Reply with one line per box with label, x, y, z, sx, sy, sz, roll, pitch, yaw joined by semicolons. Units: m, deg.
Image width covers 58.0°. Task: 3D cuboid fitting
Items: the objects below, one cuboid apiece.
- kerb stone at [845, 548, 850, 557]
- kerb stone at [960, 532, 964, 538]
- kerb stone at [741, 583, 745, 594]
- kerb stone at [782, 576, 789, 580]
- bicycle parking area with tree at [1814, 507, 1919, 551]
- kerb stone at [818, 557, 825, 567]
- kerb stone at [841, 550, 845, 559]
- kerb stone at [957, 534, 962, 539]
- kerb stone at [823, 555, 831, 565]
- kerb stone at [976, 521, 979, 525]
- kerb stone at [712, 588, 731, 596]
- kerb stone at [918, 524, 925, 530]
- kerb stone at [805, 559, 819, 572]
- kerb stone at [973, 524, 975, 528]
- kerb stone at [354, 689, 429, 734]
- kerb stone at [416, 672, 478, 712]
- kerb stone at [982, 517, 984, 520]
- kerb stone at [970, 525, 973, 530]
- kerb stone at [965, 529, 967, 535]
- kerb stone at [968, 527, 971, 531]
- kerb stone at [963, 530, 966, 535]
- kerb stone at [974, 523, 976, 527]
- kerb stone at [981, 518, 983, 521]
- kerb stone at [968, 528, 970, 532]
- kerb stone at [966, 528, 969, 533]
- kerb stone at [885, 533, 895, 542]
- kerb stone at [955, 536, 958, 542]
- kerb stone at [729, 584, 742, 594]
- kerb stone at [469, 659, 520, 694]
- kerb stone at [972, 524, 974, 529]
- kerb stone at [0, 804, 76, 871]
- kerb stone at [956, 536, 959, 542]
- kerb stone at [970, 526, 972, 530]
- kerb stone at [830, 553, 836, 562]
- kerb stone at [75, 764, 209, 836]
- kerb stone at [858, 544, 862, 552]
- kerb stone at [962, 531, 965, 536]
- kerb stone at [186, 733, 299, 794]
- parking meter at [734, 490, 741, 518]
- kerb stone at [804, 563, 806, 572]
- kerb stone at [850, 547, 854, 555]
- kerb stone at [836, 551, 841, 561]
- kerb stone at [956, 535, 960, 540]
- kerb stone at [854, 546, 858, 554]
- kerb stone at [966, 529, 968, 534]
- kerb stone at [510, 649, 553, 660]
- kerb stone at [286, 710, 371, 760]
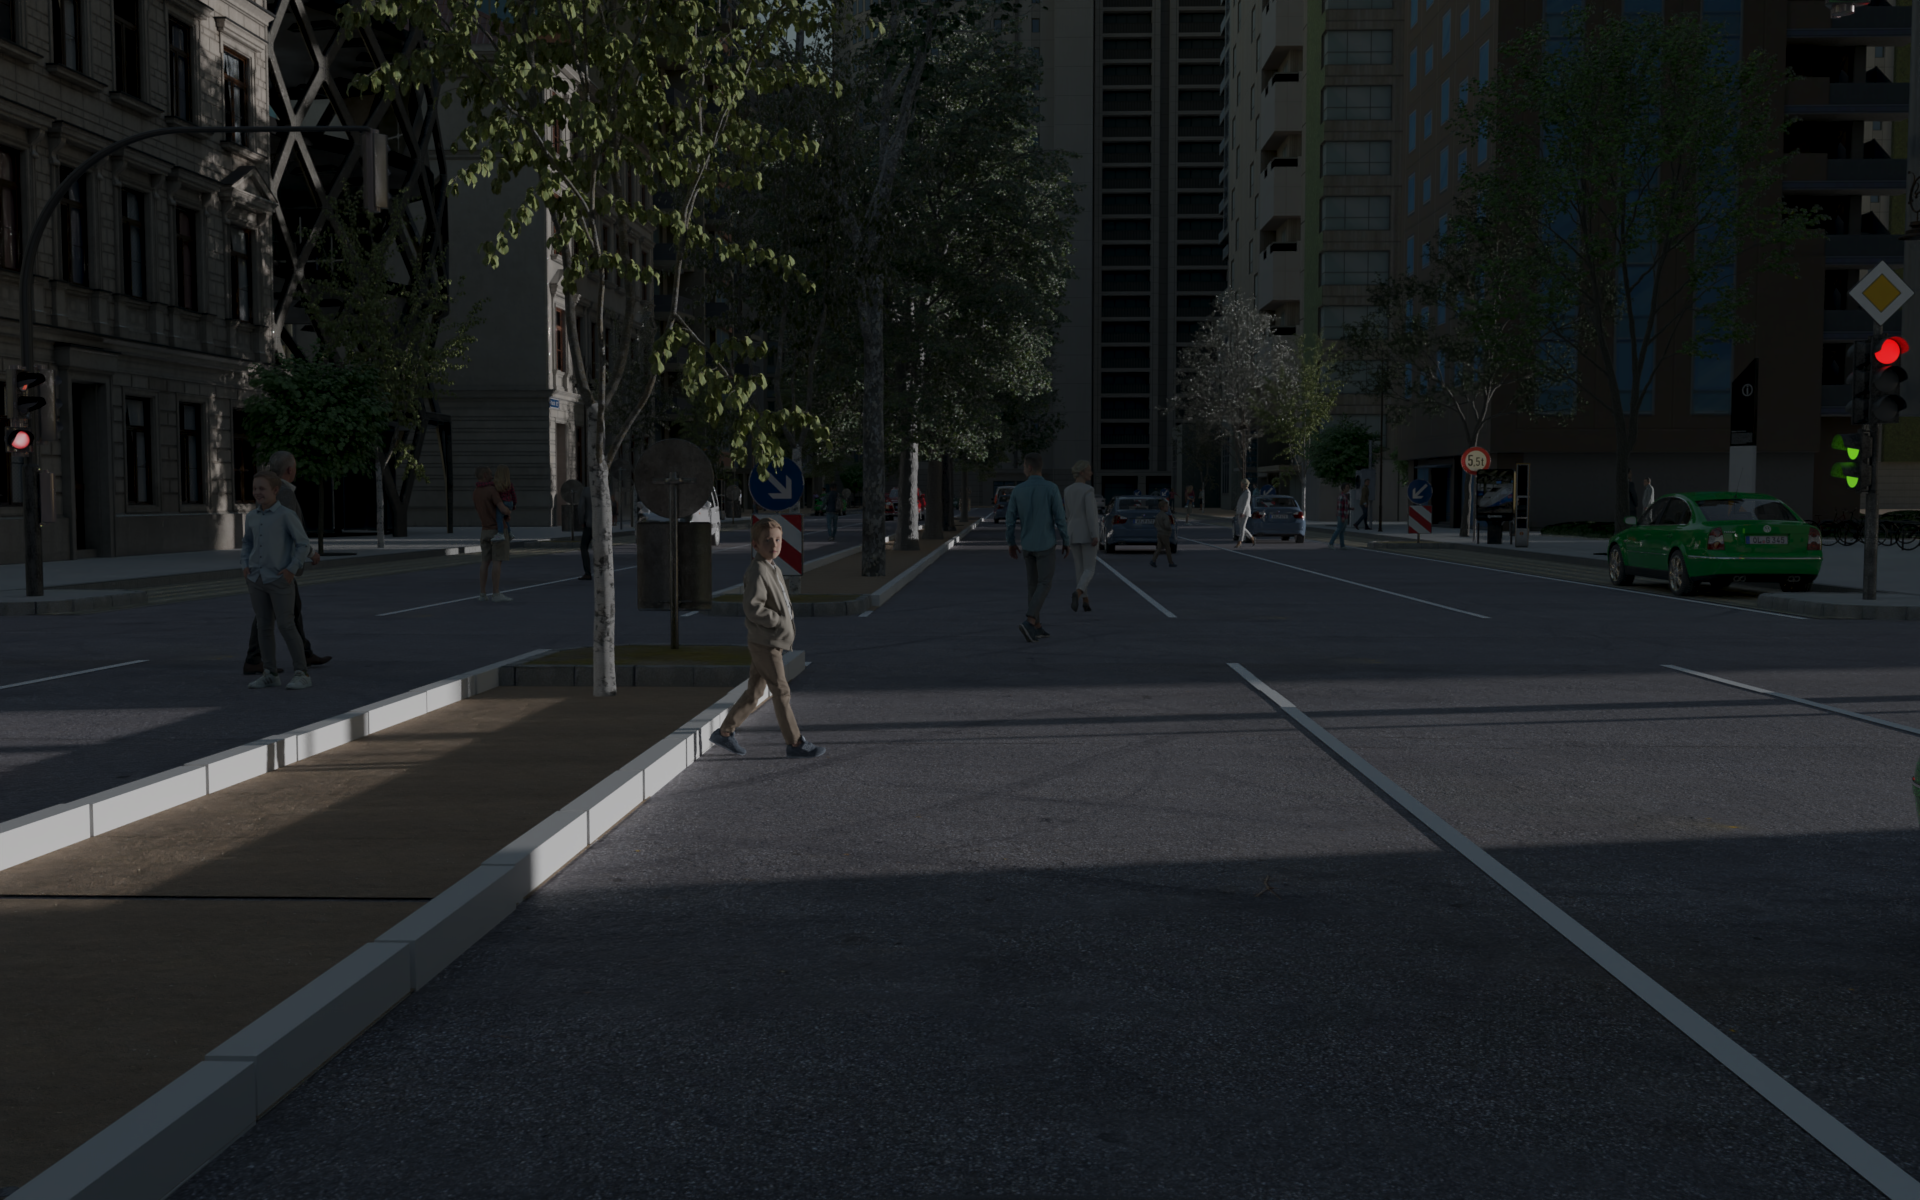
kerb stone;-2.639;-1.024;38.965;0.120;0.150;1.000;0;4;2
kerb stone;-0.044;-1.960;54.247;0.120;0.150;1.000;0;4;2
kerb stone;-3.093;-0.147;24.606;0.120;0.150;1.000;0;4;2
kerb stone;-2.931;-0.459;29.742;0.120;0.150;1.000;0;4;2
bicycle parking area with tree;24.863;-3.279;40.614;9.016;4.147;8.231;1;4;20
kerb stone;-2.803;-0.712;33.844;0.120;0.150;1.000;0;4;2
kerb stone;-2.675;-0.963;37.943;0.120;0.150;1.000;0;4;2
kerb stone;-0.105;-1.831;52.198;0.120;0.150;1.000;0;4;2
kerb stone;-2.762;-0.775;34.865;0.120;0.150;1.000;0;4;2
kerb stone;0.640;-3.277;75.781;0.120;0.150;1.000;0;4;2
kerb stone;-3.162;-0.022;22.559;0.120;0.150;1.000;0;4;2
kerb stone;-1.585;-3.031;71.782;0.120;0.150;1.000;0;4;2
kerb stone;-2.841;-0.650;32.817;0.120;0.150;1.000;0;4;2
kerb stone;0.412;-2.839;68.616;0.120;0.150;1.000;0;4;2
kerb stone;-3.544;0.703;10.762;0.120;0.150;1.000;0;4;2
kerb stone;-3.515;0.637;11.783;0.120;0.150;1.000;0;4;2
kerb stone;1.006;-3.967;87.057;0.120;0.150;1.000;0;4;2
kerb stone;0.314;-2.650;65.528;0.120;0.150;1.000;0;4;2
kerb stone;0.083;-2.210;58.345;0.120;0.150;1.000;0;4;2
kerb stone;0.218;-2.461;62.457;0.120;0.150;1.000;0;4;2
kerb stone;0.052;-2.148;57.322;0.120;0.150;1.000;0;4;2
kerb stone;0.480;-2.964;70.660;0.120;0.150;1.000;0;4;2
kerb stone;0.916;-3.774;83.969;0.120;0.150;1.000;0;4;2
kerb stone;0.182;-2.400;61.428;0.120;0.150;1.000;0;4;2
kerb stone;0.159;-2.336;60.396;0.120;0.150;1.000;0;4;2
kerb stone;-2.178;-1.904;53.323;0.120;0.150;1.000;0;4;2
kerb stone;-0.214;-1.647;49.132;0.120;0.150;1.000;0;4;2
kerb stone;-3.137;-0.079;23.585;0.120;0.150;1.000;0;4;2
kerb stone;-3.478;0.574;12.813;0.120;0.150;1.000;0;4;2
kerb stone;0.382;-2.777;67.594;0.120;0.150;1.000;0;4;2
kerb stone;-3.680;0.949;6.675;0.120;0.150;1.000;0;4;2
kerb stone;-0.174;-1.701;50.155;0.120;0.150;1.000;0;4;2
kerb stone;0.289;-2.588;64.506;0.120;0.150;1.000;0;4;2
kerb stone;-2.737;-0.838;35.889;0.120;0.150;1.000;0;4;2
kerb stone;-3.644;0.892;7.697;0.120;0.150;1.000;0;4;2
kerb stone;-2.545;-1.213;42.032;0.120;0.150;1.000;0;4;2
kerb stone;0.020;-2.086;56.300;0.120;0.150;1.000;0;4;2
kerb stone;-3.608;0.824;8.719;0.120;0.150;1.000;0;4;2
parking meter;-11.930;-5.170;92.936;0.372;1.533;0.369;0;3;0
kerb stone;-2.902;-0.524;30.764;0.120;0.150;1.000;0;4;2
kerb stone;-2.607;-1.088;39.986;0.120;0.150;1.000;0;4;2
kerb stone;-2.702;-0.900;36.916;0.120;0.150;1.000;0;4;2
kerb stone;-0.146;-1.773;51.177;0.120;0.150;1.000;0;4;2
kerb stone;-2.573;-1.149;41.008;0.120;0.150;1.000;0;4;2
kerb stone;0.124;-2.274;59.374;0.120;0.150;1.000;0;4;2
kerb stone;-3.445;0.513;13.841;0.120;0.150;1.000;0;4;2
kerb stone;-3.575;0.769;9.740;0.120;0.150;1.000;0;4;2
